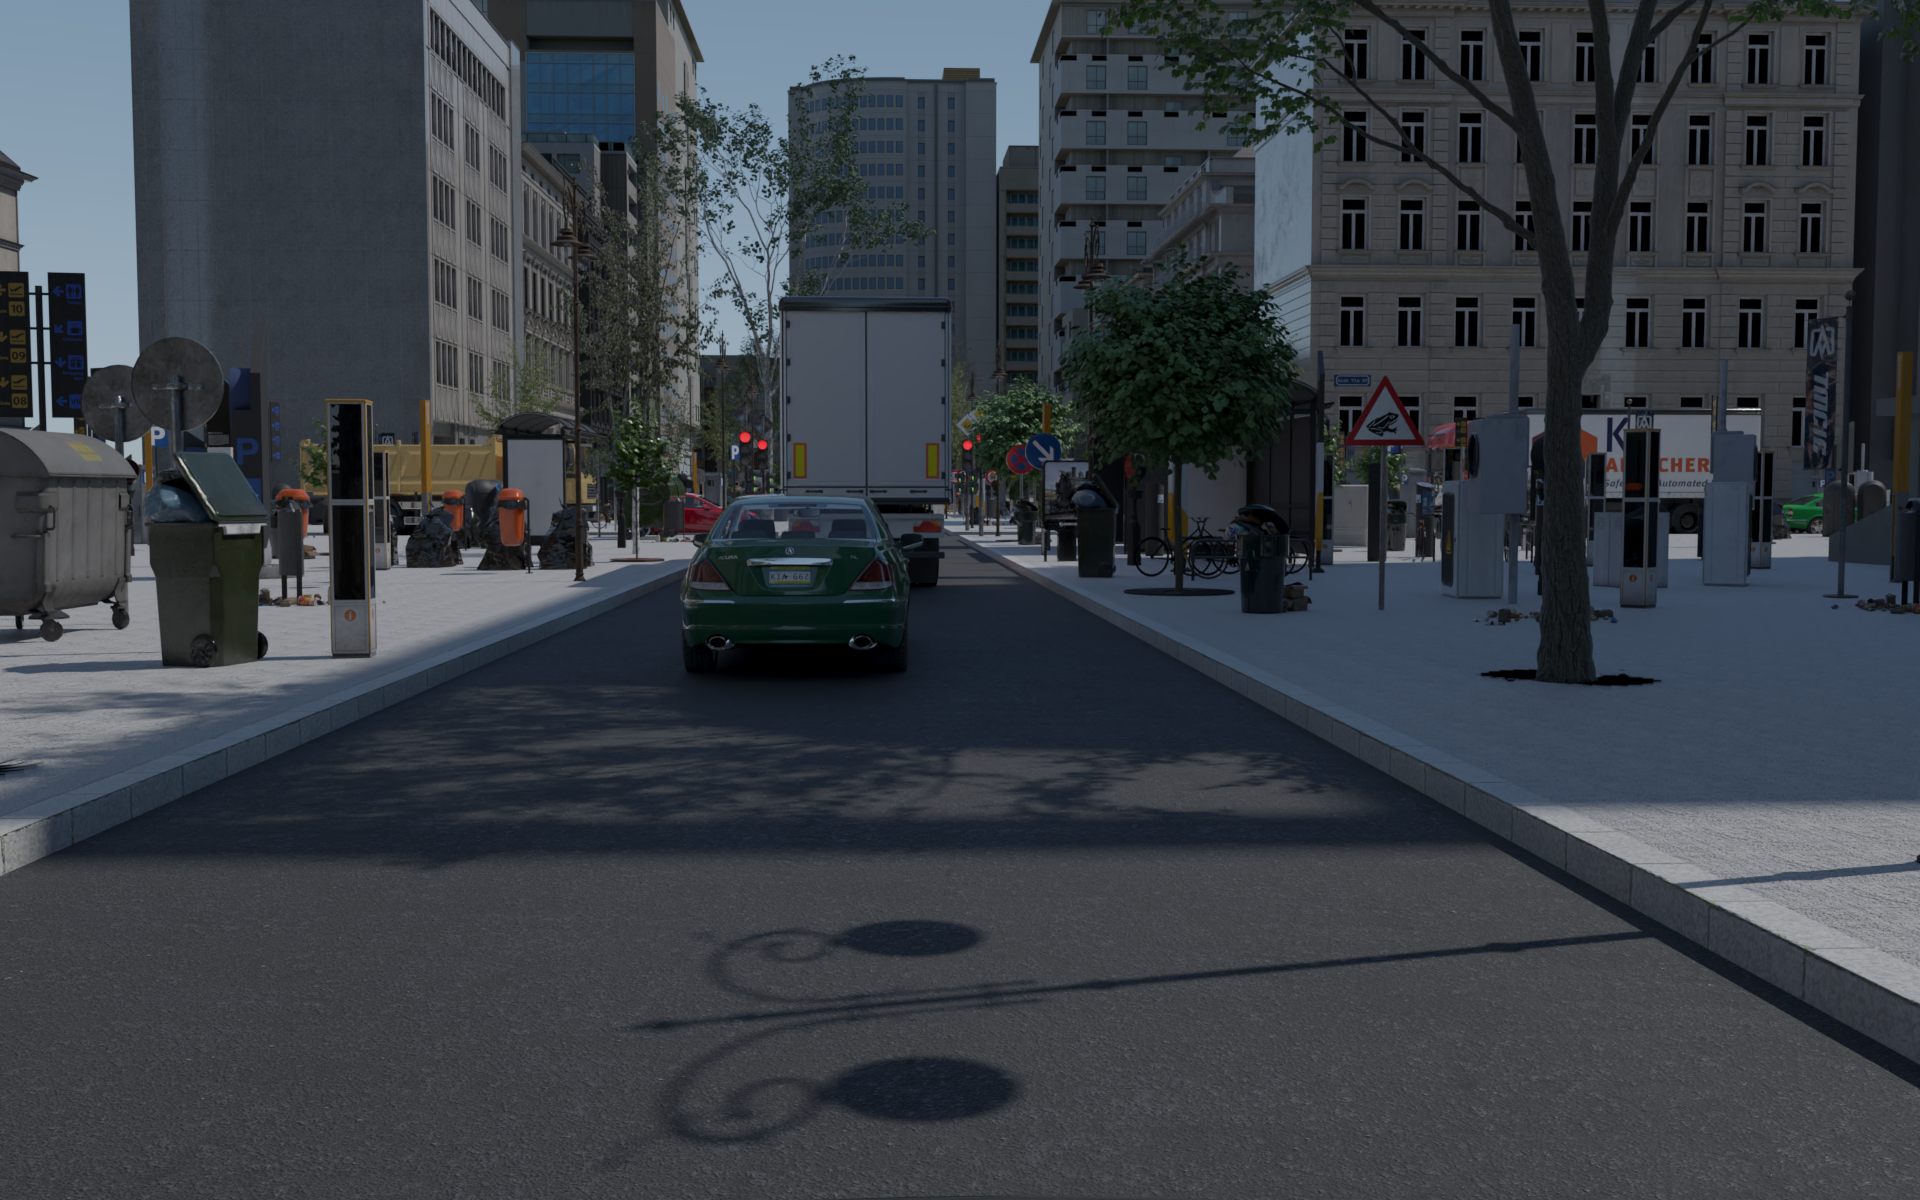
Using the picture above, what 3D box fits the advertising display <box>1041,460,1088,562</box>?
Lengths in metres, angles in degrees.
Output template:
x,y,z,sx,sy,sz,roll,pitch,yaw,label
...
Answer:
x,y,z,sx,sy,sz,roll,pitch,yaw,label
2.033,-1.696,32.940,0.974,1.923,0.123,-1,4,-13,advertising display

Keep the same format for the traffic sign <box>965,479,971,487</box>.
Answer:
x,y,z,sx,sy,sz,roll,pitch,yaw,label
0.625,-8.070,132.048,0.768,2.556,0.104,0,4,3,traffic sign

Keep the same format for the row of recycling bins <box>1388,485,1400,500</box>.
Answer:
x,y,z,sx,sy,sz,roll,pitch,yaw,label
16.560,-3.321,61.413,3.534,1.692,1.069,-1,4,-10,row of recycling bins

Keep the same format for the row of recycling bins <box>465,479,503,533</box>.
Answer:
x,y,z,sx,sy,sz,roll,pitch,yaw,label
-13.298,-2.569,49.114,1.069,1.692,3.534,0,4,-2,row of recycling bins

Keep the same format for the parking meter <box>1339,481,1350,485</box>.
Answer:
x,y,z,sx,sy,sz,roll,pitch,yaw,label
15.861,-4.018,71.408,0.399,1.863,0.255,3,5,40,parking meter

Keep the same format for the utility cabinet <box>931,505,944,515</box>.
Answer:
x,y,z,sx,sy,sz,roll,pitch,yaw,label
-1.358,-5.471,100.614,0.306,1.237,1.020,3,5,41,utility cabinet

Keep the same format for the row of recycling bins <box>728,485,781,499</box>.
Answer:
x,y,z,sx,sy,sz,roll,pitch,yaw,label
-9.518,-4.555,81.582,3.534,1.692,1.069,2,4,35,row of recycling bins

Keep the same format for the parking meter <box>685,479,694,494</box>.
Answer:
x,y,z,sx,sy,sz,roll,pitch,yaw,label
-9.804,-3.477,62.559,0.399,1.863,0.255,-1,4,-19,parking meter

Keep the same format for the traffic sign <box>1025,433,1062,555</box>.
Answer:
x,y,z,sx,sy,sz,roll,pitch,yaw,label
1.742,-2.208,36.203,0.768,2.556,0.104,0,4,1,traffic sign

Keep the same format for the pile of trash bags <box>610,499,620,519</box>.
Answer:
x,y,z,sx,sy,sz,roll,pitch,yaw,label
-15.924,-4.720,86.931,3.447,1.369,1.912,-3,5,-43,pile of trash bags

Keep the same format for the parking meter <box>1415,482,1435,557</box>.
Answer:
x,y,z,sx,sy,sz,roll,pitch,yaw,label
9.459,-1.640,35.224,0.372,1.533,0.369,0,3,0,parking meter

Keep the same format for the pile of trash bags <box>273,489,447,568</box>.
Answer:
x,y,z,sx,sy,sz,roll,pitch,yaw,label
-10.583,-1.297,30.951,3.447,1.369,1.912,0,4,6,pile of trash bags

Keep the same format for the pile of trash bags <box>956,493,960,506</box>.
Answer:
x,y,z,sx,sy,sz,roll,pitch,yaw,label
0.679,-6.665,118.726,1.912,1.369,3.447,-3,4,-37,pile of trash bags

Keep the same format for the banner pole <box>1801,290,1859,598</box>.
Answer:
x,y,z,sx,sy,sz,roll,pitch,yaw,label
10.839,-1.930,21.579,0.401,3.779,0.863,-1,4,-21,banner pole

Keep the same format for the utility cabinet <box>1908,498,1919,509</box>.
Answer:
x,y,z,sx,sy,sz,roll,pitch,yaw,label
56.216,-5.539,101.721,0.306,1.237,1.020,-1,4,-22,utility cabinet

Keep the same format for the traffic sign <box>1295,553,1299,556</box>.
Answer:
x,y,z,sx,sy,sz,roll,pitch,yaw,label
6.822,-2.131,34.942,0.768,2.556,0.104,0,4,-2,traffic sign

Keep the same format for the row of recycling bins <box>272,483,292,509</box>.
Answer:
x,y,z,sx,sy,sz,roll,pitch,yaw,label
-27.533,-3.657,66.904,3.534,1.692,1.069,0,4,-3,row of recycling bins

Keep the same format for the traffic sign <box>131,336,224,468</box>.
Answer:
x,y,z,sx,sy,sz,roll,pitch,yaw,label
-6.332,-0.851,14.020,0.768,2.556,0.104,0,4,3,traffic sign

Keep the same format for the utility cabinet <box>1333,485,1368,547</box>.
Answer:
x,y,z,sx,sy,sz,roll,pitch,yaw,label
9.400,-2.021,41.721,0.318,1.500,1.173,-3,5,-40,utility cabinet

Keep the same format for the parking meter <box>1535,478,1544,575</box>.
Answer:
x,y,z,sx,sy,sz,roll,pitch,yaw,label
9.314,-1.163,27.424,0.372,1.533,0.369,0,3,0,parking meter

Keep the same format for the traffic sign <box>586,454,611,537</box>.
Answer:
x,y,z,sx,sy,sz,roll,pitch,yaw,label
-10.840,-3.173,51.986,0.768,2.556,0.104,0,4,-2,traffic sign

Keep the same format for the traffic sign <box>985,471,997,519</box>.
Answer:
x,y,z,sx,sy,sz,roll,pitch,yaw,label
1.706,-5.493,89.919,0.768,2.556,0.104,0,4,2,traffic sign

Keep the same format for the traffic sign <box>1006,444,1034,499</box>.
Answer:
x,y,z,sx,sy,sz,roll,pitch,yaw,label
1.574,-2.713,44.468,0.768,2.556,0.104,0,4,3,traffic sign

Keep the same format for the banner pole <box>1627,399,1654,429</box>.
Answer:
x,y,z,sx,sy,sz,roll,pitch,yaw,label
17.871,-3.407,45.723,0.863,3.779,0.401,1,4,9,banner pole

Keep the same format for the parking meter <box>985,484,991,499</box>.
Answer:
x,y,z,sx,sy,sz,roll,pitch,yaw,label
1.592,-5.821,100.890,0.255,1.863,0.399,-3,5,-42,parking meter

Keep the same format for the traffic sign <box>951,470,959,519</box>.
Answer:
x,y,z,sx,sy,sz,roll,pitch,yaw,label
-0.264,-5.540,90.692,0.768,2.556,0.104,0,4,5,traffic sign

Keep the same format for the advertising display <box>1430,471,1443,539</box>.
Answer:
x,y,z,sx,sy,sz,roll,pitch,yaw,label
13.761,-2.702,49.384,0.974,1.923,0.123,-3,4,-36,advertising display

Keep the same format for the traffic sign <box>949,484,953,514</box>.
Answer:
x,y,z,sx,sy,sz,roll,pitch,yaw,label
-0.663,-6.836,111.871,0.768,2.556,0.104,0,4,0,traffic sign

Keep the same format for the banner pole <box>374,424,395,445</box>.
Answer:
x,y,z,sx,sy,sz,roll,pitch,yaw,label
-20.648,-4.407,62.072,0.863,3.779,0.401,-1,4,-22,banner pole

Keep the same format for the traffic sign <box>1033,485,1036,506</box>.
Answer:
x,y,z,sx,sy,sz,roll,pitch,yaw,label
2.218,-3.142,51.484,0.768,2.556,0.104,0,4,5,traffic sign

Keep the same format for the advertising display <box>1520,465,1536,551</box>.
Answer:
x,y,z,sx,sy,sz,roll,pitch,yaw,label
12.909,-2.090,39.379,0.123,1.923,0.974,0,4,5,advertising display

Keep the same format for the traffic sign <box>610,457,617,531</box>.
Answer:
x,y,z,sx,sy,sz,roll,pitch,yaw,label
-11.871,-3.639,59.610,0.768,2.556,0.104,0,4,-2,traffic sign

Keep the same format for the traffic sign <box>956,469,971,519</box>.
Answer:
x,y,z,sx,sy,sz,roll,pitch,yaw,label
0.178,-5.356,87.673,0.768,2.556,0.104,0,4,3,traffic sign

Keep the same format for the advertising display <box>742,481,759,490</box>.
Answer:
x,y,z,sx,sy,sz,roll,pitch,yaw,label
-10.080,-4.783,83.416,0.974,1.923,0.123,-3,5,-43,advertising display

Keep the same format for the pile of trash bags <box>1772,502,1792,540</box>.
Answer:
x,y,z,sx,sy,sz,roll,pitch,yaw,label
22.278,-2.403,49.042,1.912,1.369,3.447,3,4,39,pile of trash bags

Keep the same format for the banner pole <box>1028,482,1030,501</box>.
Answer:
x,y,z,sx,sy,sz,roll,pitch,yaw,label
2.572,-4.385,61.708,0.401,3.779,0.863,-2,4,-31,banner pole

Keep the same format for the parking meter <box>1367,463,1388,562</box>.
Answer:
x,y,z,sx,sy,sz,roll,pitch,yaw,label
7.938,-1.663,32.909,0.255,1.863,0.399,3,4,38,parking meter

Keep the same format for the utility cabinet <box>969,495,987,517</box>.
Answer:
x,y,z,sx,sy,sz,roll,pitch,yaw,label
0.997,-5.331,98.331,1.020,1.237,0.306,1,4,13,utility cabinet

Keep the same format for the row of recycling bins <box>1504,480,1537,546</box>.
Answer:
x,y,z,sx,sy,sz,roll,pitch,yaw,label
14.435,-2.264,44.130,1.069,1.692,3.534,2,4,25,row of recycling bins

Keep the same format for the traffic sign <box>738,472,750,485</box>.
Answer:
x,y,z,sx,sy,sz,roll,pitch,yaw,label
-12.455,-6.109,99.991,0.768,2.556,0.104,0,4,-1,traffic sign

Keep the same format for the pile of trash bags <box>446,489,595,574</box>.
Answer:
x,y,z,sx,sy,sz,roll,pitch,yaw,label
-7.280,-1.199,29.354,1.912,1.369,3.447,0,4,-3,pile of trash bags

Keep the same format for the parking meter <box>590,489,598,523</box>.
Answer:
x,y,z,sx,sy,sz,roll,pitch,yaw,label
-16.253,-4.194,76.982,0.372,1.533,0.369,0,3,0,parking meter

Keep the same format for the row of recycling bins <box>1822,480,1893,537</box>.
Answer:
x,y,z,sx,sy,sz,roll,pitch,yaw,label
27.660,-2.721,51.596,3.534,1.692,1.069,1,4,10,row of recycling bins

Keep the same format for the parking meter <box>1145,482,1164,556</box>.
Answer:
x,y,z,sx,sy,sz,roll,pitch,yaw,label
4.024,-1.676,35.806,0.372,1.533,0.369,0,3,0,parking meter

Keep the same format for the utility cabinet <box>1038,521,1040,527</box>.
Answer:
x,y,z,sx,sy,sz,roll,pitch,yaw,label
3.368,-3.418,67.053,1.020,1.237,0.306,1,4,9,utility cabinet

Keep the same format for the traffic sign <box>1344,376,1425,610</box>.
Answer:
x,y,z,sx,sy,sz,roll,pitch,yaw,label
4.665,-1.168,19.100,0.884,2.594,0.081,0,4,2,traffic sign

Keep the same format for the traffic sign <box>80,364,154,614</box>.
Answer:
x,y,z,sx,sy,sz,roll,pitch,yaw,label
-8.263,-1.036,17.051,0.768,2.556,0.104,0,4,-1,traffic sign

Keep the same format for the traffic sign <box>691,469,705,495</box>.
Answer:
x,y,z,sx,sy,sz,roll,pitch,yaw,label
-13.110,-5.308,86.890,0.768,2.556,0.104,0,4,-1,traffic sign

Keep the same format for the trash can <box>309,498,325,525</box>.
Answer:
x,y,z,sx,sy,sz,roll,pitch,yaw,label
-26.510,-3.650,71.334,0.748,1.137,0.748,0,3,0,trash can
